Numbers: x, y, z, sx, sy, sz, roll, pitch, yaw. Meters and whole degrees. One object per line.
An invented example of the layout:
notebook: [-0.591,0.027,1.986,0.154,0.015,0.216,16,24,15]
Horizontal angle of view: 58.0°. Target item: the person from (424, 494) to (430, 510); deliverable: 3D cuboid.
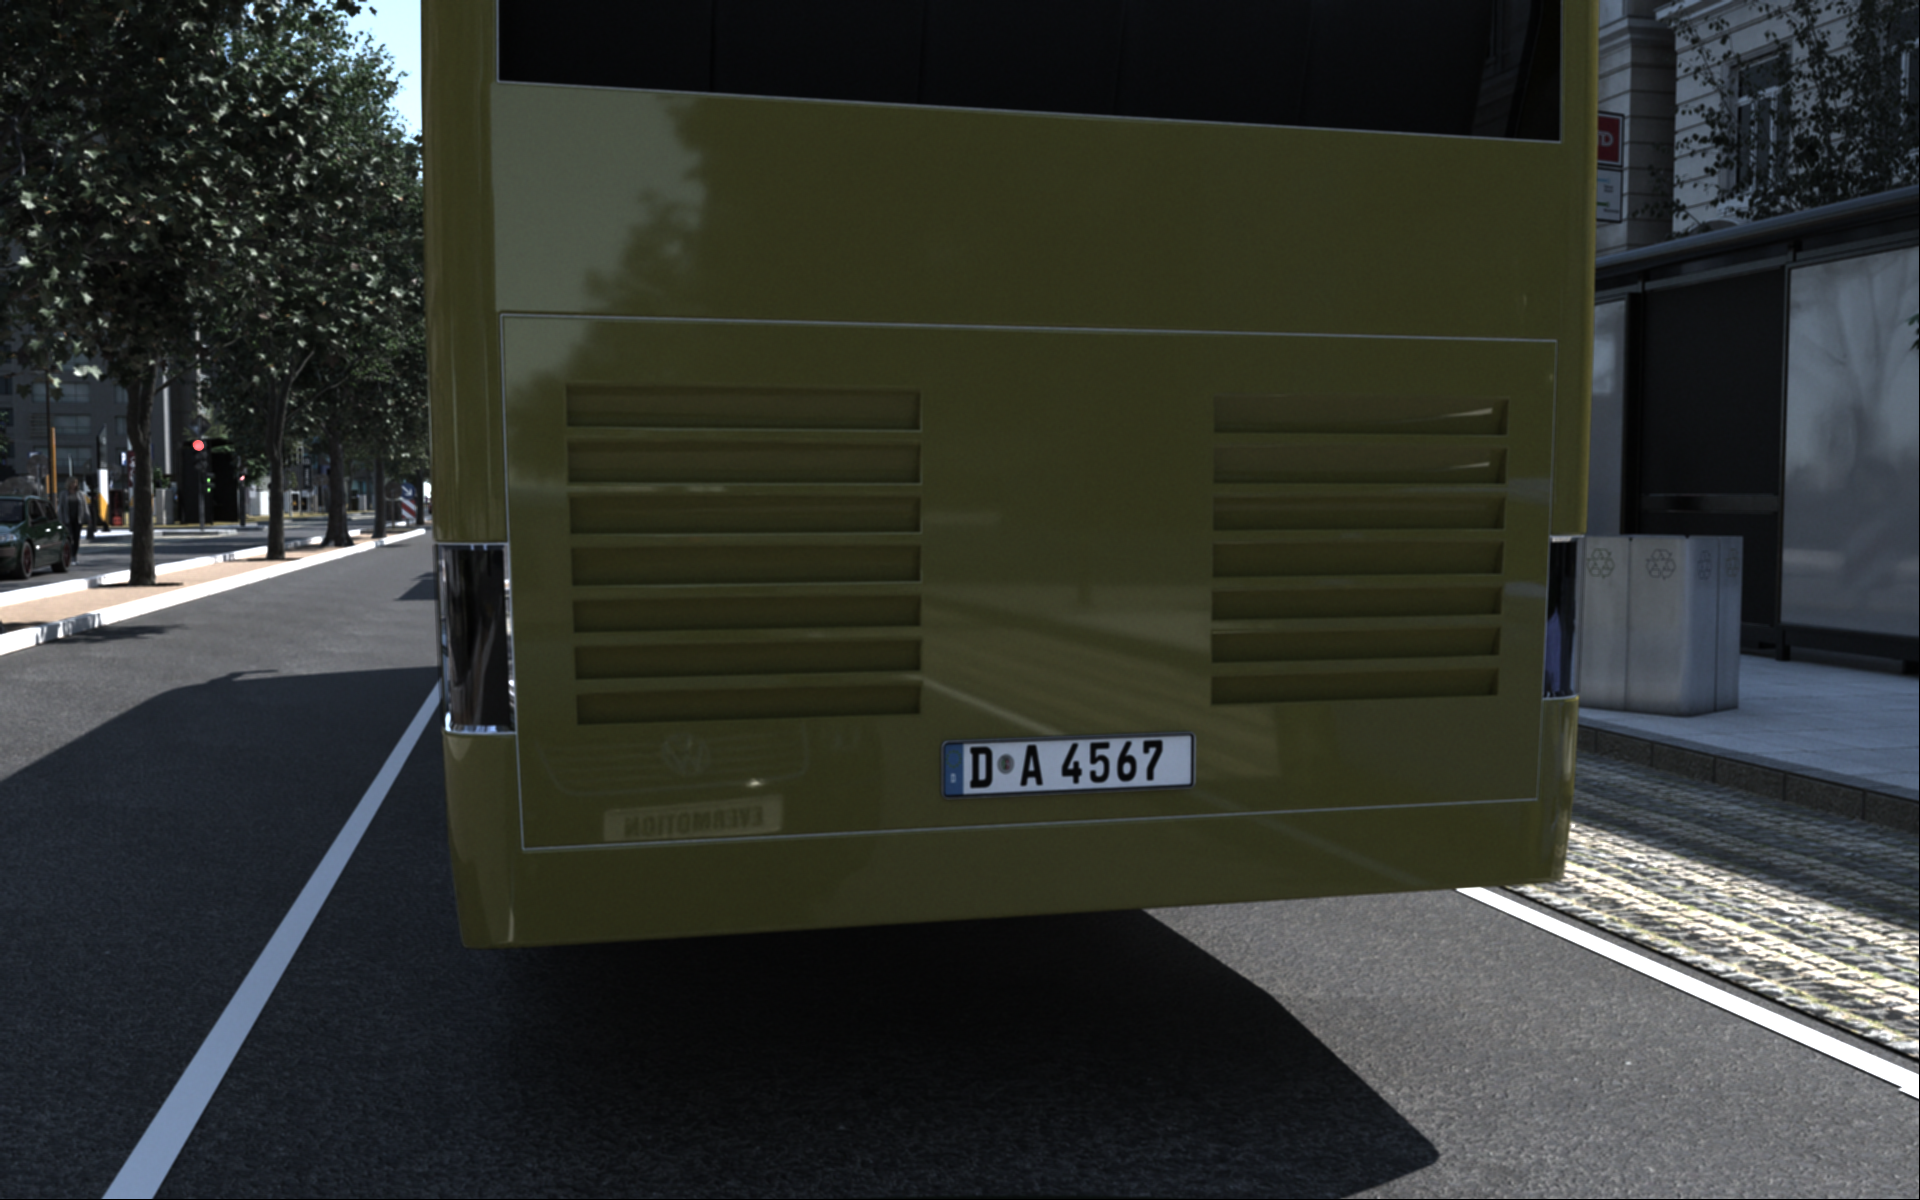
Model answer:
person: [-49.038,-9.018,159.165,0.991,1.433,0.599,-1,4,-10]

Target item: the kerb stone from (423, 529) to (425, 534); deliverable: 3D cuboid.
kerb stone: [-19.318,-2.427,61.910,0.120,0.150,1.000,-1,4,-13]

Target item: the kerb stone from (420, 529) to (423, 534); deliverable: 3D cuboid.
kerb stone: [-19.090,-2.368,60.913,0.120,0.150,1.000,-1,4,-13]

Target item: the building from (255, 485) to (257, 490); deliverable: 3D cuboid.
building: [-77.124,-44.092,159.159,20.563,71.187,20.611,-1,4,-13]

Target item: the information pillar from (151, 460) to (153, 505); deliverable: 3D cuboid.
information pillar: [-32.408,-4.756,69.121,0.183,3.616,0.504,0,4,6]

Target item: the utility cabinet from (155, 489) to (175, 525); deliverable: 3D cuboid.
utility cabinet: [-32.766,-3.836,71.405,0.318,1.500,1.173,0,4,-4]

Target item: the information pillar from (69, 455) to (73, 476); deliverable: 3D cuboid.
information pillar: [-53.062,-6.857,103.469,0.183,3.616,0.504,-3,4,-37]

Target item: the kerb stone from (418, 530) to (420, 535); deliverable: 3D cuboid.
kerb stone: [-18.859,-2.305,59.912,0.120,0.150,1.000,-1,4,-13]

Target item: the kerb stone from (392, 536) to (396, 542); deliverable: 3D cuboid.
kerb stone: [-16.784,-1.757,50.927,0.120,0.150,1.000,-1,4,-13]

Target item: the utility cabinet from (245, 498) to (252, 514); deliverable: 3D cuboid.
utility cabinet: [-44.987,-6.017,109.534,1.020,1.237,0.306,0,4,-7]

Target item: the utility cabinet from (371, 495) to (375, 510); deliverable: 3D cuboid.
utility cabinet: [-47.073,-7.877,139.956,1.020,1.237,0.306,2,4,26]

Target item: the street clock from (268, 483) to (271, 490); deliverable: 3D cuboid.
street clock: [-42.988,-6.343,108.284,0.358,2.002,0.471,3,5,42]

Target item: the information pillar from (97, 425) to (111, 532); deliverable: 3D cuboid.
information pillar: [-28.782,-4.086,58.164,0.183,3.616,0.504,0,4,2]

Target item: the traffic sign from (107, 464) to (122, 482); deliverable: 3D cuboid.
traffic sign: [-35.535,-4.433,72.593,0.768,2.556,0.104,-1,4,-11]

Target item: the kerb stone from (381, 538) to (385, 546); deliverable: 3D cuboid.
kerb stone: [-16.088,-1.570,47.933,0.120,0.150,1.000,-1,4,-13]

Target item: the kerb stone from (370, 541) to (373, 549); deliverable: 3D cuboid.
kerb stone: [-15.402,-1.391,44.936,0.120,0.150,1.000,-1,4,-13]

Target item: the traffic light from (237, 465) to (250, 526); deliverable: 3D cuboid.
traffic light: [-26.416,-5.776,69.101,4.771,5.953,1.251,-1,4,-13]

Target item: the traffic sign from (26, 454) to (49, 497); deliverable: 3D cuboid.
traffic sign: [-29.238,-3.358,55.002,0.768,2.556,0.104,0,4,-6]

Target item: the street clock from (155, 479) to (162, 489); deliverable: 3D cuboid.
street clock: [-39.295,-4.918,84.987,0.358,2.002,0.471,-1,4,-15]

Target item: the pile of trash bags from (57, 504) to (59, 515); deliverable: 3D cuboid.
pile of trash bags: [-39.454,-3.930,74.006,3.447,1.369,1.912,-2,4,-25]

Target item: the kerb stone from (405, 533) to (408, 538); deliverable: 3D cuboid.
kerb stone: [-17.703,-2.002,54.931,0.120,0.150,1.000,-1,4,-13]

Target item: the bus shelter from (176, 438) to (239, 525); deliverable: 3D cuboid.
bus shelter: [-32.308,-5.113,74.878,1.731,3.624,6.357,-1,4,-13]

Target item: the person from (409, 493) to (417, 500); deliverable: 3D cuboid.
person: [-40.628,-7.330,128.524,0.592,1.802,0.473,3,4,36]

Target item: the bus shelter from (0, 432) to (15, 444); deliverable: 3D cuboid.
bus shelter: [-28.334,-3.334,48.427,2.014,3.302,5.546,-1,4,-13]

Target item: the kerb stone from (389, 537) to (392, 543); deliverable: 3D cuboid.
kerb stone: [-16.550,-1.696,49.932,0.120,0.150,1.000,-1,4,-13]

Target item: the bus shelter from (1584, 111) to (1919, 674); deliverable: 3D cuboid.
bus shelter: [6.543,-2.323,15.620,2.179,5.291,8.768,-1,4,-13]

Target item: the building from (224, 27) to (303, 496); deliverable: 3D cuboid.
building: [-88.097,-53.200,182.485,31.000,86.520,22.319,-1,4,-13]

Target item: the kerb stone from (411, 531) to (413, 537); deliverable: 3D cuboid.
kerb stone: [-18.164,-2.124,56.923,0.120,0.150,1.000,-1,4,-13]

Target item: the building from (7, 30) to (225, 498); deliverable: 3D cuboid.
building: [-69.148,-28.114,143.262,14.154,41.232,14.086,-1,4,-13]

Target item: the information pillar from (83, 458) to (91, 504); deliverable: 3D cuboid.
information pillar: [-56.145,-7.348,111.491,0.504,3.616,0.183,0,4,0]

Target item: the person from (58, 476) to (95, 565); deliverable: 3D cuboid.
person: [-17.886,-1.614,35.077,0.709,1.800,0.728,-3,4,-37]

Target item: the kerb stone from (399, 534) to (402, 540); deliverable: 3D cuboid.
kerb stone: [-17.240,-1.880,52.925,0.120,0.150,1.000,-1,4,-13]

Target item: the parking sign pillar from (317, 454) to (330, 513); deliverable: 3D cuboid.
parking sign pillar: [-42.373,-7.805,116.086,1.447,3.967,1.447,2,4,30]

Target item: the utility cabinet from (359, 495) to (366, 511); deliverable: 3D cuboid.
utility cabinet: [-45.790,-7.388,131.963,1.020,1.237,0.306,0,4,6]

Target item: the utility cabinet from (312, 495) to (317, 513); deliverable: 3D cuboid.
utility cabinet: [-43.986,-6.561,118.430,0.306,1.237,1.020,0,4,-2]

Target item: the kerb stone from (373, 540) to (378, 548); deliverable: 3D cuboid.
kerb stone: [-15.630,-1.448,45.935,0.120,0.150,1.000,-1,4,-13]

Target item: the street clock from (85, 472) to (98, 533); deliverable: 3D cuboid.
street clock: [-28.834,-3.240,57.552,0.358,2.002,0.471,0,4,-5]

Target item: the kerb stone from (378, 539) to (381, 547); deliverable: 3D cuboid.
kerb stone: [-15.862,-1.513,46.933,0.120,0.150,1.000,-1,4,-13]

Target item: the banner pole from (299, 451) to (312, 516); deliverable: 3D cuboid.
banner pole: [-38.131,-6.774,100.767,0.863,3.779,0.401,-3,5,-42]

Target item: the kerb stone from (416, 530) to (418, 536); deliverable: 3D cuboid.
kerb stone: [-18.628,-2.242,58.915,0.120,0.150,1.000,-1,4,-13]

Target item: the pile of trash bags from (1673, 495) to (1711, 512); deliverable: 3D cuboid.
pile of trash bags: [10.479,-0.997,26.047,1.912,1.369,3.447,0,4,3]

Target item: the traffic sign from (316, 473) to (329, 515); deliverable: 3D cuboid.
traffic sign: [-39.426,-6.546,107.134,0.768,2.556,0.104,0,4,-8]

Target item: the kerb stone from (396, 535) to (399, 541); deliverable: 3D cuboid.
kerb stone: [-17.010,-1.813,51.928,0.120,0.150,1.000,-1,4,-13]

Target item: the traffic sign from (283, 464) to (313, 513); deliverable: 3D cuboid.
traffic sign: [-44.636,-7.487,116.284,2.265,3.308,0.079,0,4,-8]

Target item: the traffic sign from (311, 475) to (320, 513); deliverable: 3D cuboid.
traffic sign: [-42.509,-7.002,114.589,0.768,2.556,0.104,0,4,-3]

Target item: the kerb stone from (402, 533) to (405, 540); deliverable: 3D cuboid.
kerb stone: [-17.477,-1.936,53.932,0.120,0.150,1.000,-1,4,-13]

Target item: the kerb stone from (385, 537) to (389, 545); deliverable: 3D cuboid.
kerb stone: [-16.315,-1.635,48.929,0.120,0.150,1.000,-1,4,-13]

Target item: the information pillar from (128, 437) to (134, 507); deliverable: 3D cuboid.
information pillar: [-33.820,-4.855,70.729,0.183,3.616,0.504,-3,5,-44]

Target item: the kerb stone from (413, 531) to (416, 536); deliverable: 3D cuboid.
kerb stone: [-18.393,-2.185,57.920,0.120,0.150,1.000,-1,4,-13]

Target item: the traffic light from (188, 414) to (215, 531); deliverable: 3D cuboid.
traffic light: [-26.638,-4.397,60.819,0.839,4.253,0.868,-1,4,-13]

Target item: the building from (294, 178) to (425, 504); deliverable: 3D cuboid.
building: [-90.241,-38.122,242.902,30.456,49.044,23.786,-1,4,-13]

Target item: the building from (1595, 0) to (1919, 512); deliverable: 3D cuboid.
building: [17.530,-15.901,45.892,13.634,28.700,20.117,-1,4,-13]

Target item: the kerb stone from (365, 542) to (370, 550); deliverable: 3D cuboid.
kerb stone: [-15.159,-1.329,43.928,0.120,0.150,1.000,-1,4,-13]

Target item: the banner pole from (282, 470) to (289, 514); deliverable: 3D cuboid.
banner pole: [-43.907,-7.483,112.356,0.863,3.779,0.401,2,4,28]

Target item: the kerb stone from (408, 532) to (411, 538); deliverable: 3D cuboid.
kerb stone: [-17.931,-2.061,55.927,0.120,0.150,1.000,-1,4,-13]
